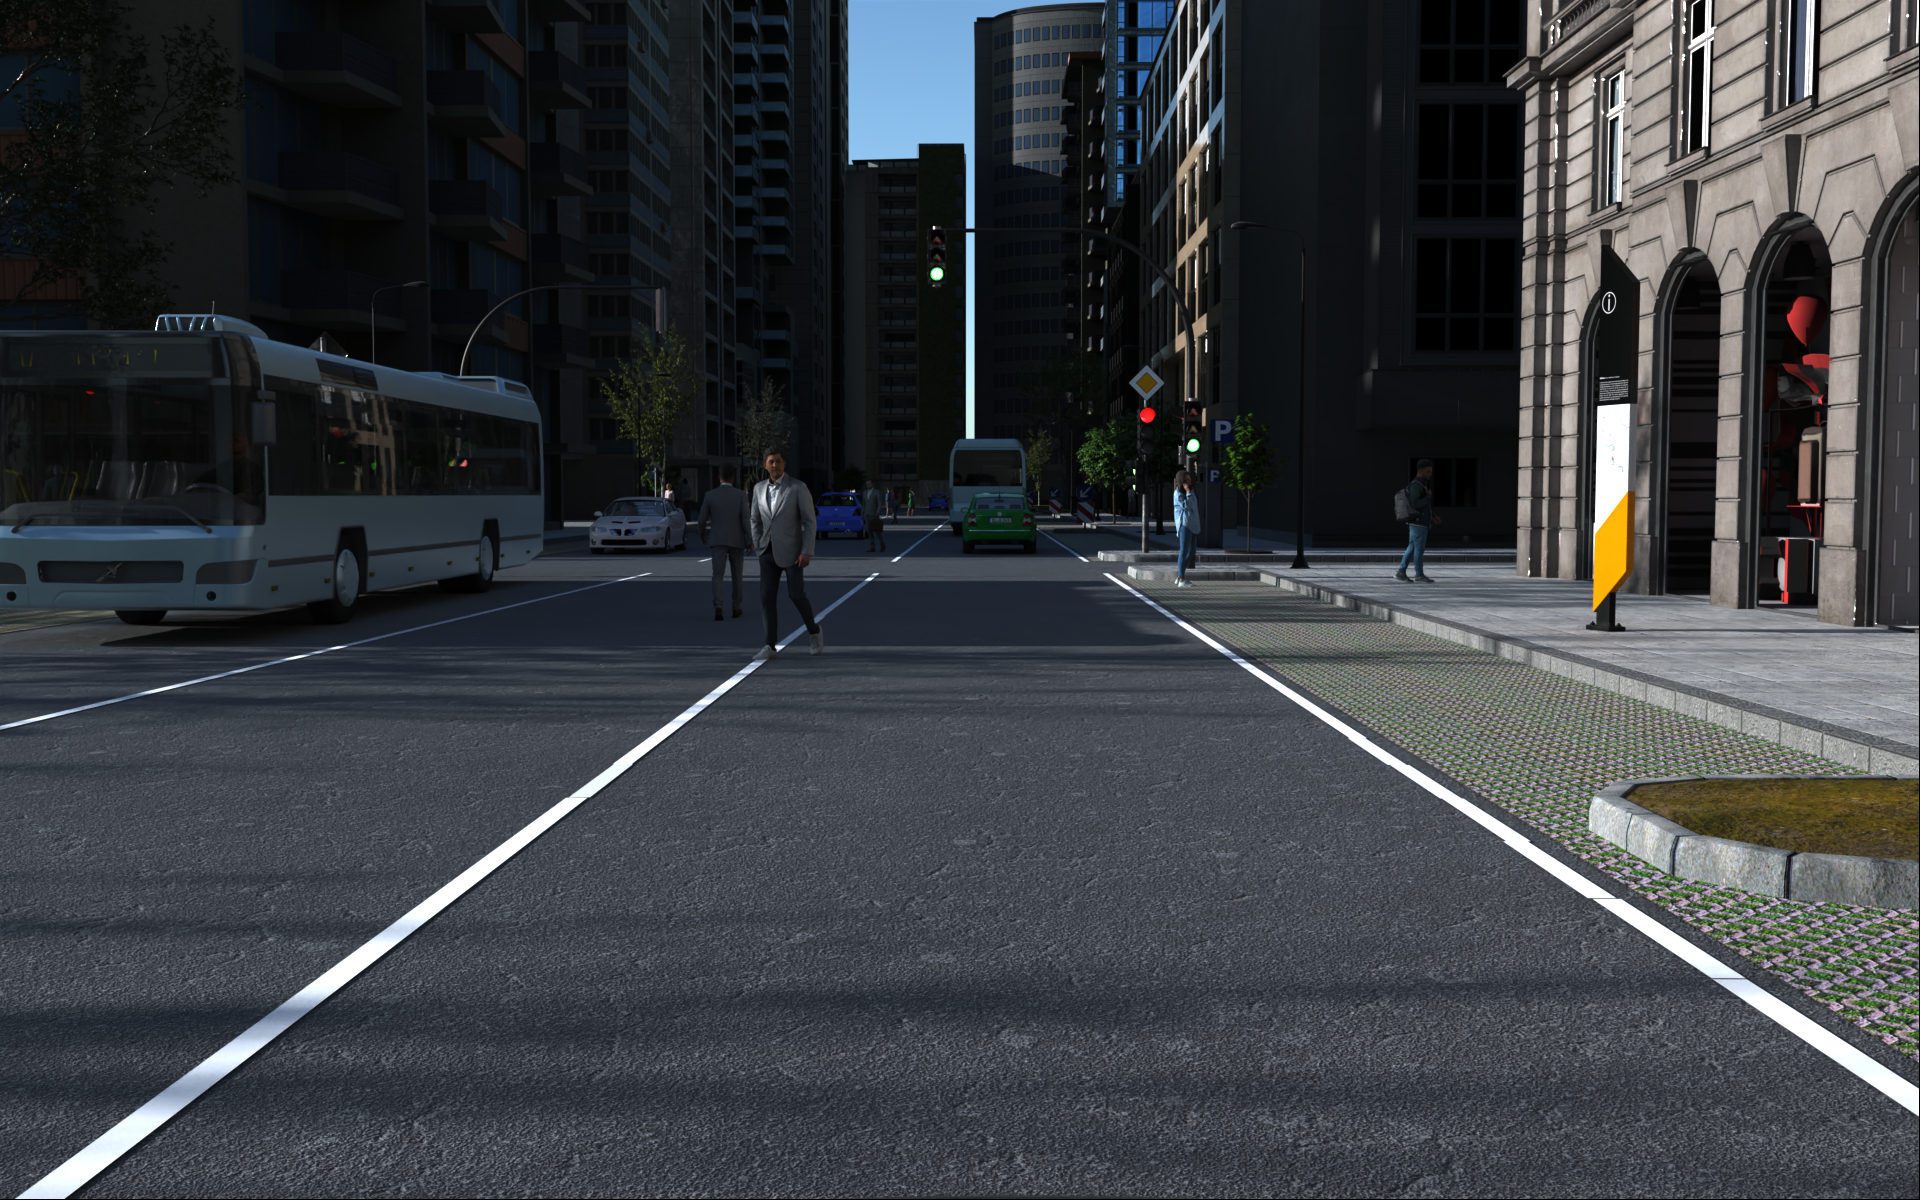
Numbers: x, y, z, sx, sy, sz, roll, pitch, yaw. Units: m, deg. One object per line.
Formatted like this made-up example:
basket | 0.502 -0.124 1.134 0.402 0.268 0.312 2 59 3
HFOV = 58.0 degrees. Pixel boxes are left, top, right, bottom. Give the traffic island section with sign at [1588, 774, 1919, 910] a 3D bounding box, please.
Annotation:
traffic island section with sign | 3.652 0.109 6.850 1.989 1.847 2.006 0 4 1

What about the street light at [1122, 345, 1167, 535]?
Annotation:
street light | 5.763 -4.992 54.158 1.470 5.913 1.316 0 4 1

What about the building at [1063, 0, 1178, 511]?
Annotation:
building | 20.281 -50.561 139.339 22.319 86.520 31.000 0 4 1

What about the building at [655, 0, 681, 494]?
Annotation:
building | -46.376 -47.104 208.403 20.611 71.187 20.563 0 4 1

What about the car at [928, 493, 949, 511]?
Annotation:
car | -1.813 -8.499 148.552 1.945 1.707 3.694 0 3 0

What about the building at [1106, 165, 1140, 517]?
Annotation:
building | 15.625 -16.829 104.839 12.332 23.373 15.834 0 4 1

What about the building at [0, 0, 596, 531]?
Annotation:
building | -24.023 -24.363 52.952 22.147 44.769 28.867 0 4 1

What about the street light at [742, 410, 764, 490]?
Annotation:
street light | -11.480 -7.531 95.666 1.470 5.913 1.316 0 4 1

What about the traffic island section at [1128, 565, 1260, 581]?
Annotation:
traffic island section | 3.965 -0.463 29.854 2.009 0.180 2.903 0 4 1

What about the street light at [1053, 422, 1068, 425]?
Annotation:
street light | 6.703 -8.538 112.142 1.470 5.913 1.316 0 4 1

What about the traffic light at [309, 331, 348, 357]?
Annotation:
traffic light | -10.935 -2.508 29.924 0.839 4.253 0.868 0 4 1

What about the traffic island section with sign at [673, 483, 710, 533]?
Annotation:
traffic island section with sign | -10.192 -3.353 63.456 1.989 1.847 2.006 0 4 1

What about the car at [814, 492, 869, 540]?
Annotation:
car | -3.768 -2.813 55.583 1.945 1.707 3.694 0 4 2

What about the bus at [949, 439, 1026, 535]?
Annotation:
bus | 1.011 -4.239 64.170 2.948 3.499 13.247 0 4 1

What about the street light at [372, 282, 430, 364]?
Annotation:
street light | -12.286 -4.005 38.021 1.470 5.913 1.316 0 4 1

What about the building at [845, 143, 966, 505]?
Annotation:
building | -6.298 -31.895 205.078 14.086 41.232 14.154 0 4 1

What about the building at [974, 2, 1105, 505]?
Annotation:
building | 15.808 -40.701 207.461 28.212 58.520 21.231 0 4 1

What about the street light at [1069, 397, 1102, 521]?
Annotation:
street light | 6.084 -6.755 82.981 1.470 5.913 1.316 0 4 1

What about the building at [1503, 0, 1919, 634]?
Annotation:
building | 14.485 -10.597 15.057 13.314 21.916 24.055 0 4 1

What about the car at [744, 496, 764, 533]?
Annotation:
car | -7.230 -3.391 65.225 2.009 1.686 4.222 0 4 2

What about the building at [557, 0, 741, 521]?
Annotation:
building | -28.324 -24.331 89.698 32.217 40.220 23.993 0 4 1

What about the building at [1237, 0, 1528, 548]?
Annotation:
building | 20.378 -15.428 45.748 24.014 27.812 14.314 0 4 1

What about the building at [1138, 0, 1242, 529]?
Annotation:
building | 19.398 -16.825 79.601 19.350 26.468 34.151 0 4 1

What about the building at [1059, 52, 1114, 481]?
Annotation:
building | 21.175 -31.588 171.092 22.147 44.769 28.867 0 4 1

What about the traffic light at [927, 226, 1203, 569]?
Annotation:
traffic light | 1.832 -3.361 29.628 4.771 5.953 1.251 0 4 1

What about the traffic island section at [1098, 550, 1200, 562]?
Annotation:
traffic island section | 4.072 -0.952 37.839 2.009 0.180 2.903 0 4 1

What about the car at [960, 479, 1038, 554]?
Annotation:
car | 0.977 -2.091 42.981 1.959 1.807 4.718 0 4 1

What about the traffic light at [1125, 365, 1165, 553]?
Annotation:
traffic light | 4.032 -2.985 37.725 0.839 4.253 0.868 0 4 1

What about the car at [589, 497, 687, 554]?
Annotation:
car | -7.938 -1.876 43.041 2.083 1.381 4.827 0 4 0

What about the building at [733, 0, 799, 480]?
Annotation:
building | -24.709 -51.073 147.714 22.319 86.520 31.000 0 4 1

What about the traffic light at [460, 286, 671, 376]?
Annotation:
traffic light | -8.735 -3.868 37.915 4.771 5.953 1.251 0 4 1

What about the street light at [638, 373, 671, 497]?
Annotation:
street light | -11.832 -5.768 66.843 1.470 5.913 1.316 0 4 1

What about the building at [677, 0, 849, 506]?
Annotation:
building | -24.343 -47.068 207.821 20.611 71.187 20.563 0 4 1

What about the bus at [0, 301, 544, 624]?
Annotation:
bus | -8.033 -1.653 21.882 2.948 3.499 13.247 0 4 -1

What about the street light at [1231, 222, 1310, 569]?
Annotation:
street light | 5.326 -3.497 29.709 1.470 5.913 1.316 0 4 1

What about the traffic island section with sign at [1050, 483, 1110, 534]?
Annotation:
traffic island section with sign | 4.418 -3.335 63.158 1.989 1.847 2.006 0 4 1
